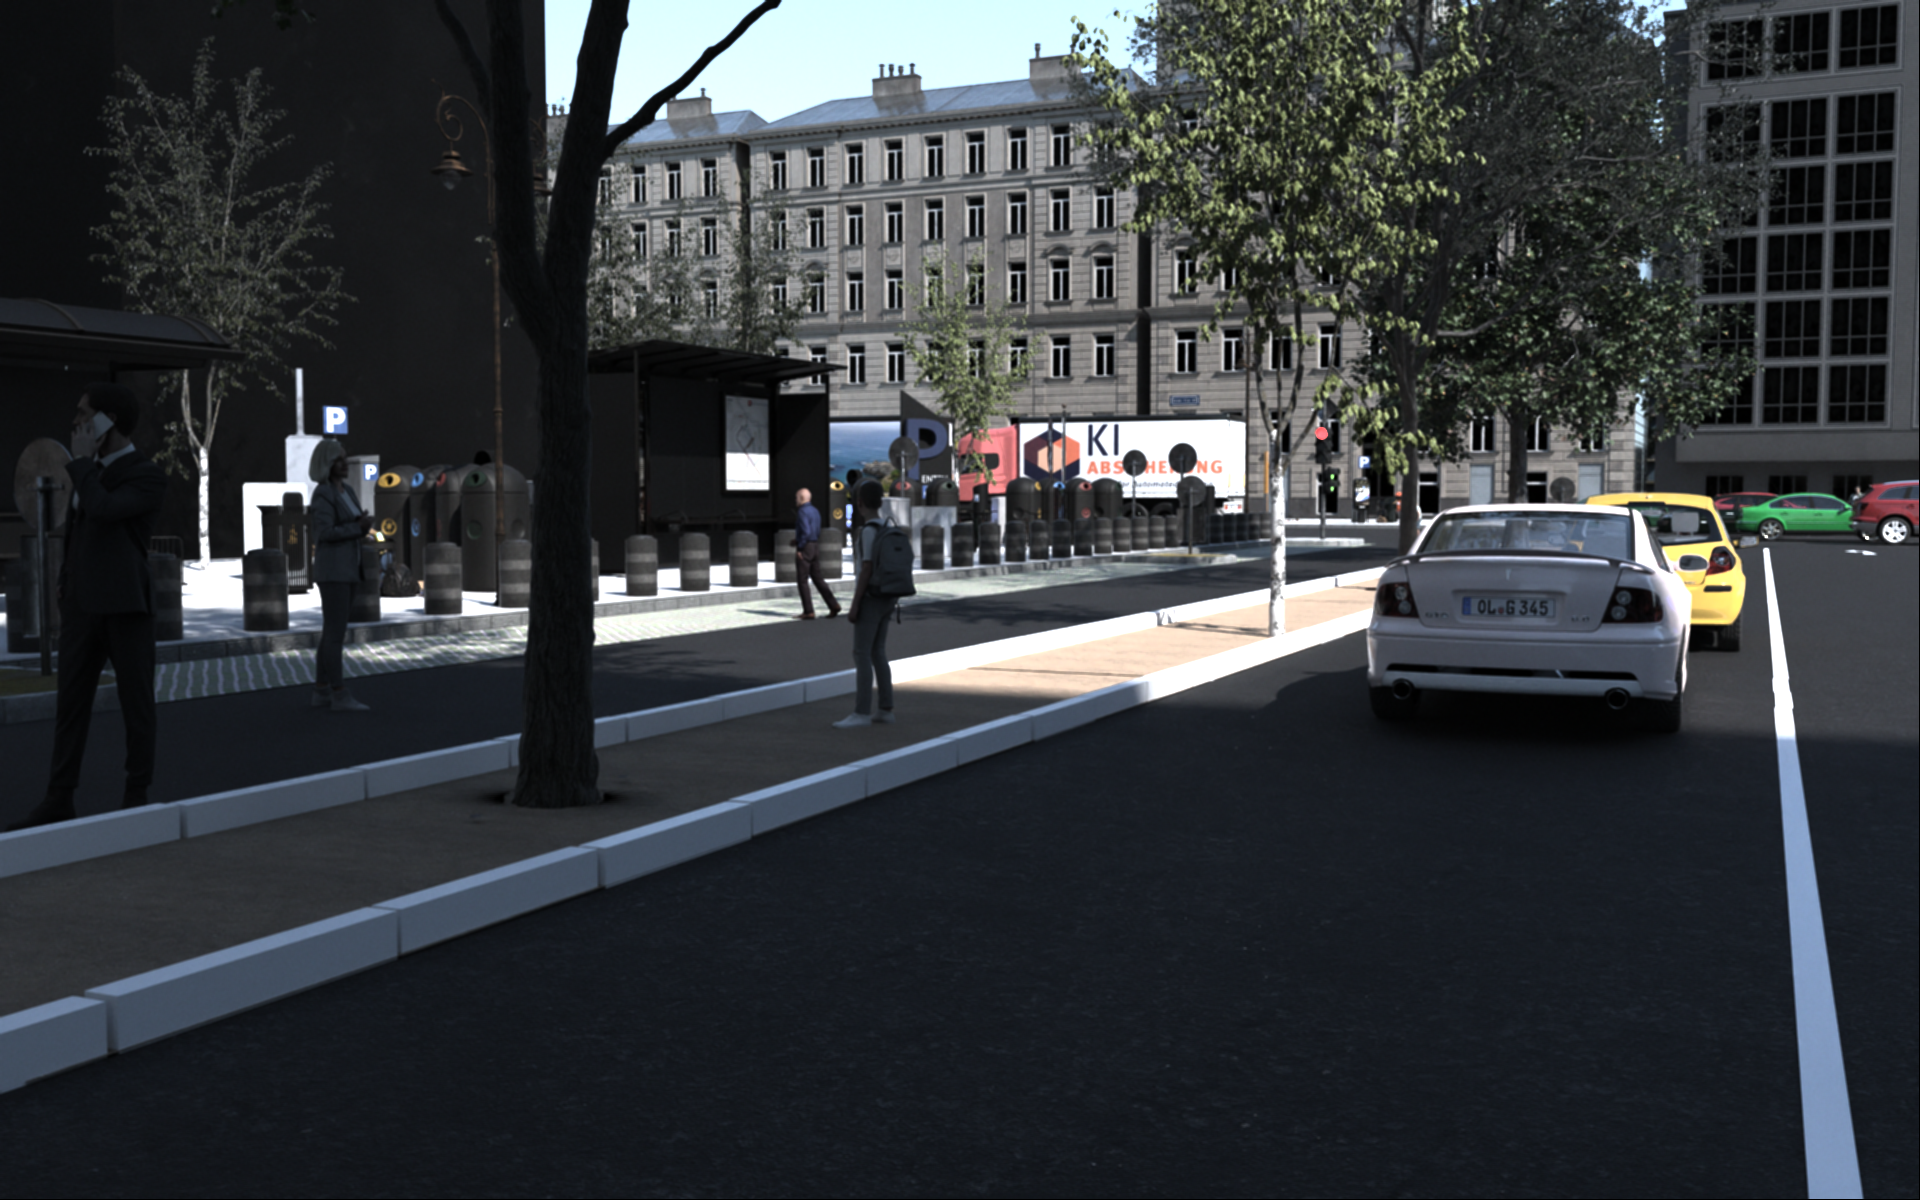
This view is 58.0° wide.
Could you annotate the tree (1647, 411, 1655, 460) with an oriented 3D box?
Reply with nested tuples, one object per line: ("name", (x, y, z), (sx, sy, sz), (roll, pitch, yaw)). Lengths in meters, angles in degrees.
("tree", (74.050, -17.528, 194.010), (7.806, 13.903, 7.818), (0, 3, 0))

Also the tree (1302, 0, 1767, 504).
("tree", (12.050, -7.196, 37.114), (9.611, 12.733, 9.660), (0, 3, 0))

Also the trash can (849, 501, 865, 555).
("trash can", (-1.864, -1.420, 34.870), (0.748, 1.137, 0.748), (0, 3, 0))

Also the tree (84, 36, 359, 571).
("tree", (-12.534, -4.805, 28.917), (4.360, 8.622, 3.978), (0, 3, 0))

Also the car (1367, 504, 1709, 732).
("car", (4.056, 0.021, 12.023), (2.083, 1.381, 4.827), (2, 4, 23))

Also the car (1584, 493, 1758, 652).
("car", (6.908, -0.437, 17.365), (2.015, 1.641, 3.980), (1, 4, 23))

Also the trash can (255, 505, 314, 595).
("trash can", (-8.617, -0.645, 22.196), (0.748, 1.137, 0.748), (0, 3, 0))

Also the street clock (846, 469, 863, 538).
("street clock", (-3.082, -2.822, 50.711), (0.471, 2.002, 0.358), (3, 5, 43))

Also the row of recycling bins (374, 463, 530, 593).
("row of recycling bins", (-7.032, -1.030, 23.955), (1.069, 1.692, 3.534), (-3, 5, -42))

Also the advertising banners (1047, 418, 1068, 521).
("advertising banners", (2.209, -2.650, 39.520), (0.090, 3.025, 2.074), (0, 4, -8))

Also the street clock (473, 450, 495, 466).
("street clock", (-7.778, -1.467, 28.551), (0.471, 2.002, 0.358), (2, 4, 34))

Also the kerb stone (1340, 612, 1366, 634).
("kerb stone", (4.024, 0.261, 17.967), (0.120, 0.150, 1.000), (2, 4, 25))

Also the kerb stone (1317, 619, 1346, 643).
("kerb stone", (3.605, 0.317, 17.025), (0.120, 0.150, 1.000), (2, 4, 25))

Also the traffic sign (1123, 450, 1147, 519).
("traffic sign", (4.982, -3.028, 49.618), (0.768, 2.556, 0.104), (2, 4, 31))

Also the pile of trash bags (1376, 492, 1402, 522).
("pile of trash bags", (20.263, -4.306, 80.158), (1.912, 1.369, 3.447), (1, 4, 15))

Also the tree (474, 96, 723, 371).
("tree", (-7.008, -5.067, 33.201), (4.360, 8.622, 3.978), (0, 3, 0))

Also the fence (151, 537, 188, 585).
("fence", (-11.818, -0.524, 23.936), (2.069, 0.683, 0.278), (-2, 4, -30))

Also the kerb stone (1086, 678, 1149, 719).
("kerb stone", (1.012, 0.658, 11.437), (0.120, 0.150, 1.000), (2, 4, 25))

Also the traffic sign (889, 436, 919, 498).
("traffic sign", (-1.264, -2.334, 38.271), (0.768, 2.556, 0.104), (2, 4, 29))

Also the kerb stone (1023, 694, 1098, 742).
("kerb stone", (0.589, 0.715, 10.499), (0.120, 0.150, 1.000), (2, 4, 25))

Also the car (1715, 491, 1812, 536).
("car", (28.505, -3.182, 61.067), (4.494, 1.783, 2.155), (2, 4, 26))

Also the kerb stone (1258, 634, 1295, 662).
("kerb stone", (2.733, 0.430, 15.165), (0.120, 0.150, 1.000), (2, 4, 25))

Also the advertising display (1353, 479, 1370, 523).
("advertising display", (17.666, -4.342, 76.212), (0.974, 1.923, 0.123), (-2, 4, -35))

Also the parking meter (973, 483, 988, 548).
("parking meter", (0.494, -2.025, 41.525), (0.372, 1.533, 0.369), (0, 3, 0))

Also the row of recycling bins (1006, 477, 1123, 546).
("row of recycling bins", (2.580, -2.201, 43.102), (3.534, 1.692, 1.069), (-3, 4, -38))

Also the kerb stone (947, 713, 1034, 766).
("kerb stone", (0.149, 0.772, 9.571), (0.120, 0.150, 1.000), (2, 4, 25))

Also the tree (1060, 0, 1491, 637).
("tree", (3.093, -3.911, 16.761), (4.737, 8.622, 4.395), (0, 3, 0))

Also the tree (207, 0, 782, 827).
("tree", (-1.819, -4.850, 7.509), (9.928, 11.665, 9.643), (0, 3, 0))

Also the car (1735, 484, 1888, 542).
("car", (26.229, -2.694, 52.841), (4.718, 1.807, 1.959), (2, 4, 24))

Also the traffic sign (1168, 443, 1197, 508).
("traffic sign", (5.500, -2.620, 42.937), (0.768, 2.556, 0.104), (2, 4, 28))

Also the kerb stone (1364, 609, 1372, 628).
("kerb stone", (4.465, 0.202, 18.898), (0.120, 0.150, 1.000), (2, 4, 25))

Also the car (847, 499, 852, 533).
("car", (-5.468, -3.124, 60.673), (3.694, 1.707, 1.945), (1, 4, 23))

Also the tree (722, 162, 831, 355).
("tree", (-4.955, -5.366, 38.099), (4.360, 8.622, 3.978), (0, 3, 0))

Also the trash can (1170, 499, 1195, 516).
("trash can", (5.883, -2.078, 45.622), (0.748, 1.137, 0.748), (0, 3, 0))

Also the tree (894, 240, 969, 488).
("tree", (0.130, -6.146, 50.849), (4.737, 8.622, 4.395), (0, 3, 0))

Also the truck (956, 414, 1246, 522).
("truck", (4.695, -4.570, 63.625), (11.283, 4.237, 2.839), (2, 4, 24))

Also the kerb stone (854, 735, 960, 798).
("kerb stone", (-0.279, 0.830, 8.631), (0.120, 0.150, 1.000), (2, 4, 25))

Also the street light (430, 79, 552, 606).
("street light", (-5.288, -2.875, 19.787), (0.468, 5.910, 1.993), (2, 4, 25))

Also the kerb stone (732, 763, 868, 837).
("kerb stone", (-0.708, 0.887, 7.700), (0.120, 0.150, 1.000), (2, 4, 25))

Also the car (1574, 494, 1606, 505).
("car", (23.900, -3.232, 64.635), (4.920, 1.459, 2.131), (2, 4, 24))

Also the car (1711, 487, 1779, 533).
("car", (25.161, -2.884, 56.941), (4.222, 1.686, 2.009), (1, 4, 23))

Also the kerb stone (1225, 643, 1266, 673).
("kerb stone", (2.306, 0.487, 14.232), (0.120, 0.150, 1.000), (2, 4, 25))

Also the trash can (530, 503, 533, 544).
("trash can", (-6.392, -0.895, 26.295), (0.748, 1.137, 0.748), (0, 3, 0))

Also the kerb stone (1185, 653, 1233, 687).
("kerb stone", (1.879, 0.545, 13.300), (0.120, 0.150, 1.000), (2, 4, 25))

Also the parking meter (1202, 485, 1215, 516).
("parking meter", (7.309, -2.601, 50.939), (0.372, 1.533, 0.369), (0, 3, 0))

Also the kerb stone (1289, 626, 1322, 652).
("kerb stone", (3.165, 0.374, 16.099), (0.120, 0.150, 1.000), (2, 4, 25))

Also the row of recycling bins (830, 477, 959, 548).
("row of recycling bins", (-1.788, -2.100, 41.443), (3.534, 1.692, 1.069), (0, 4, -4))

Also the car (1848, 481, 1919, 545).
("car", (27.930, -2.445, 48.649), (5.304, 1.827, 2.281), (2, 4, 26))

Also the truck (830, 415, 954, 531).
("truck", (-5.787, -4.618, 64.420), (11.283, 4.237, 2.839), (2, 4, 24))

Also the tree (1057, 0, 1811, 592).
("tree", (6.546, -6.856, 24.916), (12.009, 13.543, 11.850), (0, 3, 0))

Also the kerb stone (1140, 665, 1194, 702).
("kerb stone", (1.445, 0.601, 12.366), (0.120, 0.150, 1.000), (2, 4, 25))

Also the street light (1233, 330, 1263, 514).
("street light", (8.128, -4.658, 48.946), (0.468, 5.910, 1.993), (2, 4, 25))
